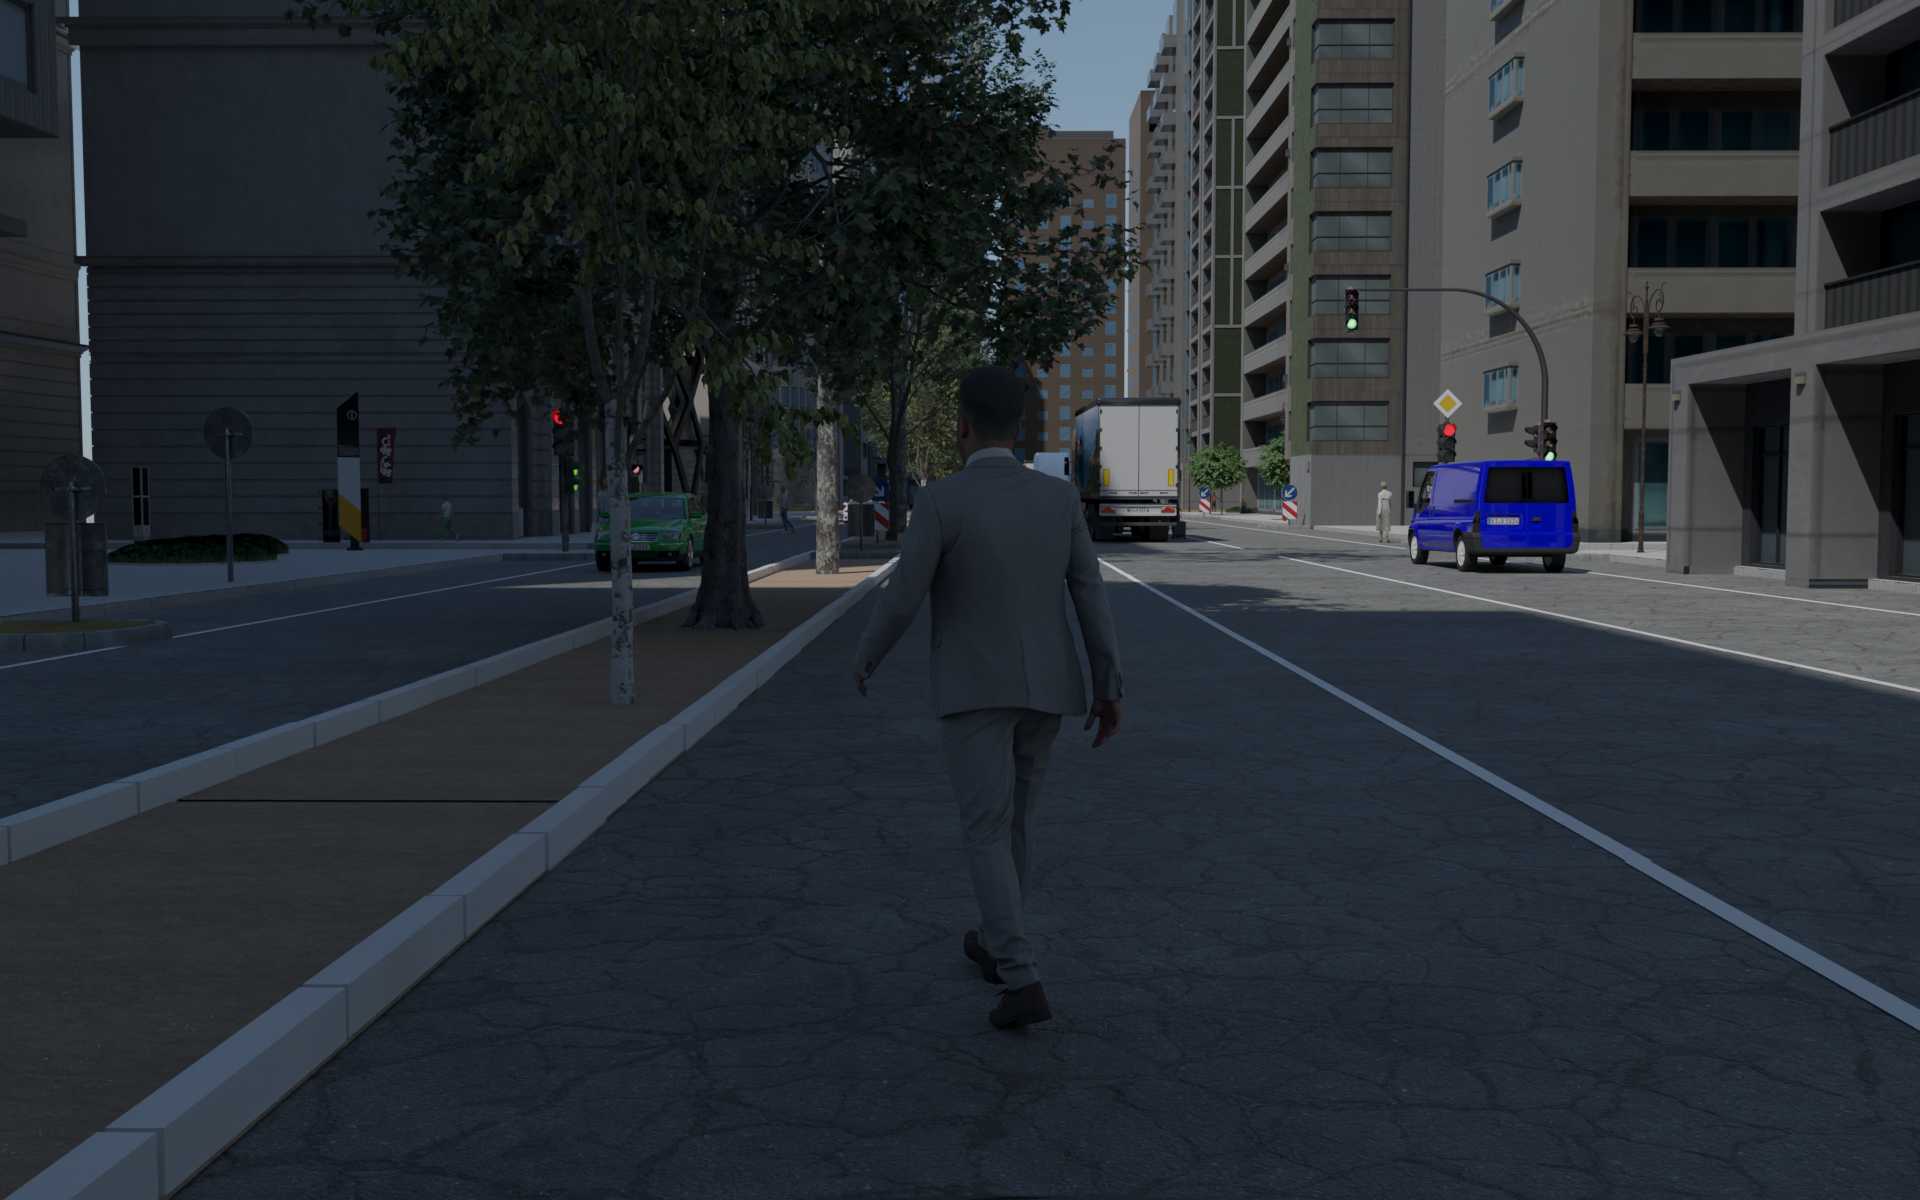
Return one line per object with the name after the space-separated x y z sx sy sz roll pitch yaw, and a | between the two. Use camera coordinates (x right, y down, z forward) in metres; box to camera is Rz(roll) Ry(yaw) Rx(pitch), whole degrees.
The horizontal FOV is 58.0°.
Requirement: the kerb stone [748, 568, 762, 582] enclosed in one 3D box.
-3.452 -0.395 28.715 0.120 0.150 1.000 0 4 1 | kerb stone

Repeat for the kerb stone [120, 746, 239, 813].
-3.708 0.855 8.219 0.120 0.150 1.000 0 4 1 | kerb stone

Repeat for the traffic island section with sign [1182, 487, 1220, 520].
13.668 -5.484 98.293 1.989 1.847 2.006 0 4 1 | traffic island section with sign

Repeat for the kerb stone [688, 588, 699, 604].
-3.529 -0.023 22.570 0.120 0.150 1.000 0 4 1 | kerb stone

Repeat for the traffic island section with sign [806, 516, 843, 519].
-7.737 -5.526 98.974 1.989 1.847 2.006 0 4 1 | traffic island section with sign

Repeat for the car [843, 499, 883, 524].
-4.630 -4.447 85.067 2.083 1.381 4.827 0 4 3 | car

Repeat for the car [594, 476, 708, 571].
-5.893 -1.524 33.720 1.959 1.807 4.718 0 4 0 | car

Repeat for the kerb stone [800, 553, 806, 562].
-3.363 -0.837 35.874 0.120 0.150 1.000 0 4 1 | kerb stone

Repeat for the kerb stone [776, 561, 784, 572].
-3.401 -0.587 31.786 0.120 0.150 1.000 0 4 1 | kerb stone

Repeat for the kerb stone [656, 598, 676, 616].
-3.550 0.106 20.522 0.120 0.150 1.000 0 4 1 | kerb stone

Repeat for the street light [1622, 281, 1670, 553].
14.905 -3.973 37.745 0.468 5.910 1.993 0 4 1 | street light

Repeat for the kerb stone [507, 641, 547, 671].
-3.630 0.479 14.366 0.120 0.150 1.000 0 4 1 | kerb stone

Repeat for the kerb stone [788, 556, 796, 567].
-3.376 -0.709 33.830 0.120 0.150 1.000 0 4 1 | kerb stone

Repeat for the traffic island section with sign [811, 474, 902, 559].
-2.263 -1.878 38.840 2.006 1.907 1.989 0 4 1 | traffic island section with sign

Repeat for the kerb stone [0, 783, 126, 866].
-3.722 0.917 7.195 0.120 0.150 1.000 0 4 1 | kerb stone

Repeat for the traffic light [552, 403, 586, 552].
-8.793 -3.036 38.554 0.839 4.253 0.868 0 4 1 | traffic light

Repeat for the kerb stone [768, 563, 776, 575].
-3.425 -0.524 30.764 0.120 0.150 1.000 0 4 1 | kerb stone

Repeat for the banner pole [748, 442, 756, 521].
-10.002 -5.671 82.742 0.401 3.779 0.863 0 4 7 | banner pole

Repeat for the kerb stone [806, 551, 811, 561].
-3.339 -0.900 36.904 0.120 0.150 1.000 0 4 1 | kerb stone

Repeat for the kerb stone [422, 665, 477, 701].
-3.654 0.605 12.306 0.120 0.150 1.000 0 4 1 | kerb stone

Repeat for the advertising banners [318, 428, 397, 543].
-15.846 -3.022 45.605 2.074 3.025 0.090 0 4 -1 | advertising banners

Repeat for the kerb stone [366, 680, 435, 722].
-3.659 0.667 11.284 0.120 0.150 1.000 0 4 1 | kerb stone

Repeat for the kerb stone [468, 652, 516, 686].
-3.637 0.541 13.344 0.120 0.150 1.000 0 4 1 | kerb stone

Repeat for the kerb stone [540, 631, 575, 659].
-3.619 0.417 15.387 0.120 0.150 1.000 0 4 1 | kerb stone

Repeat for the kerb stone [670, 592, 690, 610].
-3.540 0.041 21.548 0.120 0.150 1.000 0 4 1 | kerb stone

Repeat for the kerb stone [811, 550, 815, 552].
-3.332 -0.962 37.927 0.120 0.150 1.000 0 4 1 | kerb stone

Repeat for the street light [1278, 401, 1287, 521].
15.508 -6.711 82.507 0.468 5.910 1.993 0 4 1 | street light

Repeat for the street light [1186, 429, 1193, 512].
16.029 -9.056 120.860 0.468 5.910 1.993 0 4 1 | street light

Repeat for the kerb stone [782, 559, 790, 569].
-3.386 -0.649 32.808 0.120 0.150 1.000 0 4 1 | kerb stone

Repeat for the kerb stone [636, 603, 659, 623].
-3.568 0.165 19.500 0.120 0.150 1.000 0 4 1 | kerb stone

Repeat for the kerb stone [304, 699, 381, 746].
-3.680 0.734 10.263 0.120 0.150 1.000 0 4 1 | kerb stone

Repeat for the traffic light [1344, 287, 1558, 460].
10.774 -3.885 38.180 4.771 5.953 1.251 0 4 1 | traffic light

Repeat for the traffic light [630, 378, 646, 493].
-6.598 -4.396 46.547 4.771 5.953 1.251 0 4 1 | traffic light

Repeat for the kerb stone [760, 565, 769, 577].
-3.438 -0.456 29.741 0.120 0.150 1.000 0 4 1 | kerb stone

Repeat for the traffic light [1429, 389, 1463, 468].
12.969 -3.508 46.280 0.839 4.253 0.868 0 4 1 | traffic light

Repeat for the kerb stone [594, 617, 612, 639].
-3.593 0.291 17.437 0.120 0.150 1.000 0 4 1 | kerb stone

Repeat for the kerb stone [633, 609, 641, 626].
-3.585 0.228 18.461 0.120 0.150 1.000 0 4 1 | kerb stone

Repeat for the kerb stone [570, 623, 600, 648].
-3.602 0.354 16.409 0.120 0.150 1.000 0 4 1 | kerb stone

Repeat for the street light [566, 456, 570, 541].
-10.682 -4.532 46.885 0.468 5.910 1.993 0 4 1 | street light

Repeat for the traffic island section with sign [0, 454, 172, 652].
-8.793 -0.490 16.645 1.989 1.847 2.006 0 4 1 | traffic island section with sign

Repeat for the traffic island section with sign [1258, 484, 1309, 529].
13.333 -3.836 71.340 1.989 1.847 2.006 0 4 1 | traffic island section with sign

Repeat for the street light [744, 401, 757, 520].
-10.281 -6.865 85.037 0.468 5.910 1.993 0 4 1 | street light

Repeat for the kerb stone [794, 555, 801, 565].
-3.363 -0.774 34.852 0.120 0.150 1.000 0 4 1 | kerb stone

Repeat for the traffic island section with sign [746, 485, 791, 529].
-8.076 -3.877 72.021 1.989 1.847 2.006 0 4 1 | traffic island section with sign

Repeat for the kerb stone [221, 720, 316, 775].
-3.702 0.793 9.241 0.120 0.150 1.000 0 4 1 | kerb stone
